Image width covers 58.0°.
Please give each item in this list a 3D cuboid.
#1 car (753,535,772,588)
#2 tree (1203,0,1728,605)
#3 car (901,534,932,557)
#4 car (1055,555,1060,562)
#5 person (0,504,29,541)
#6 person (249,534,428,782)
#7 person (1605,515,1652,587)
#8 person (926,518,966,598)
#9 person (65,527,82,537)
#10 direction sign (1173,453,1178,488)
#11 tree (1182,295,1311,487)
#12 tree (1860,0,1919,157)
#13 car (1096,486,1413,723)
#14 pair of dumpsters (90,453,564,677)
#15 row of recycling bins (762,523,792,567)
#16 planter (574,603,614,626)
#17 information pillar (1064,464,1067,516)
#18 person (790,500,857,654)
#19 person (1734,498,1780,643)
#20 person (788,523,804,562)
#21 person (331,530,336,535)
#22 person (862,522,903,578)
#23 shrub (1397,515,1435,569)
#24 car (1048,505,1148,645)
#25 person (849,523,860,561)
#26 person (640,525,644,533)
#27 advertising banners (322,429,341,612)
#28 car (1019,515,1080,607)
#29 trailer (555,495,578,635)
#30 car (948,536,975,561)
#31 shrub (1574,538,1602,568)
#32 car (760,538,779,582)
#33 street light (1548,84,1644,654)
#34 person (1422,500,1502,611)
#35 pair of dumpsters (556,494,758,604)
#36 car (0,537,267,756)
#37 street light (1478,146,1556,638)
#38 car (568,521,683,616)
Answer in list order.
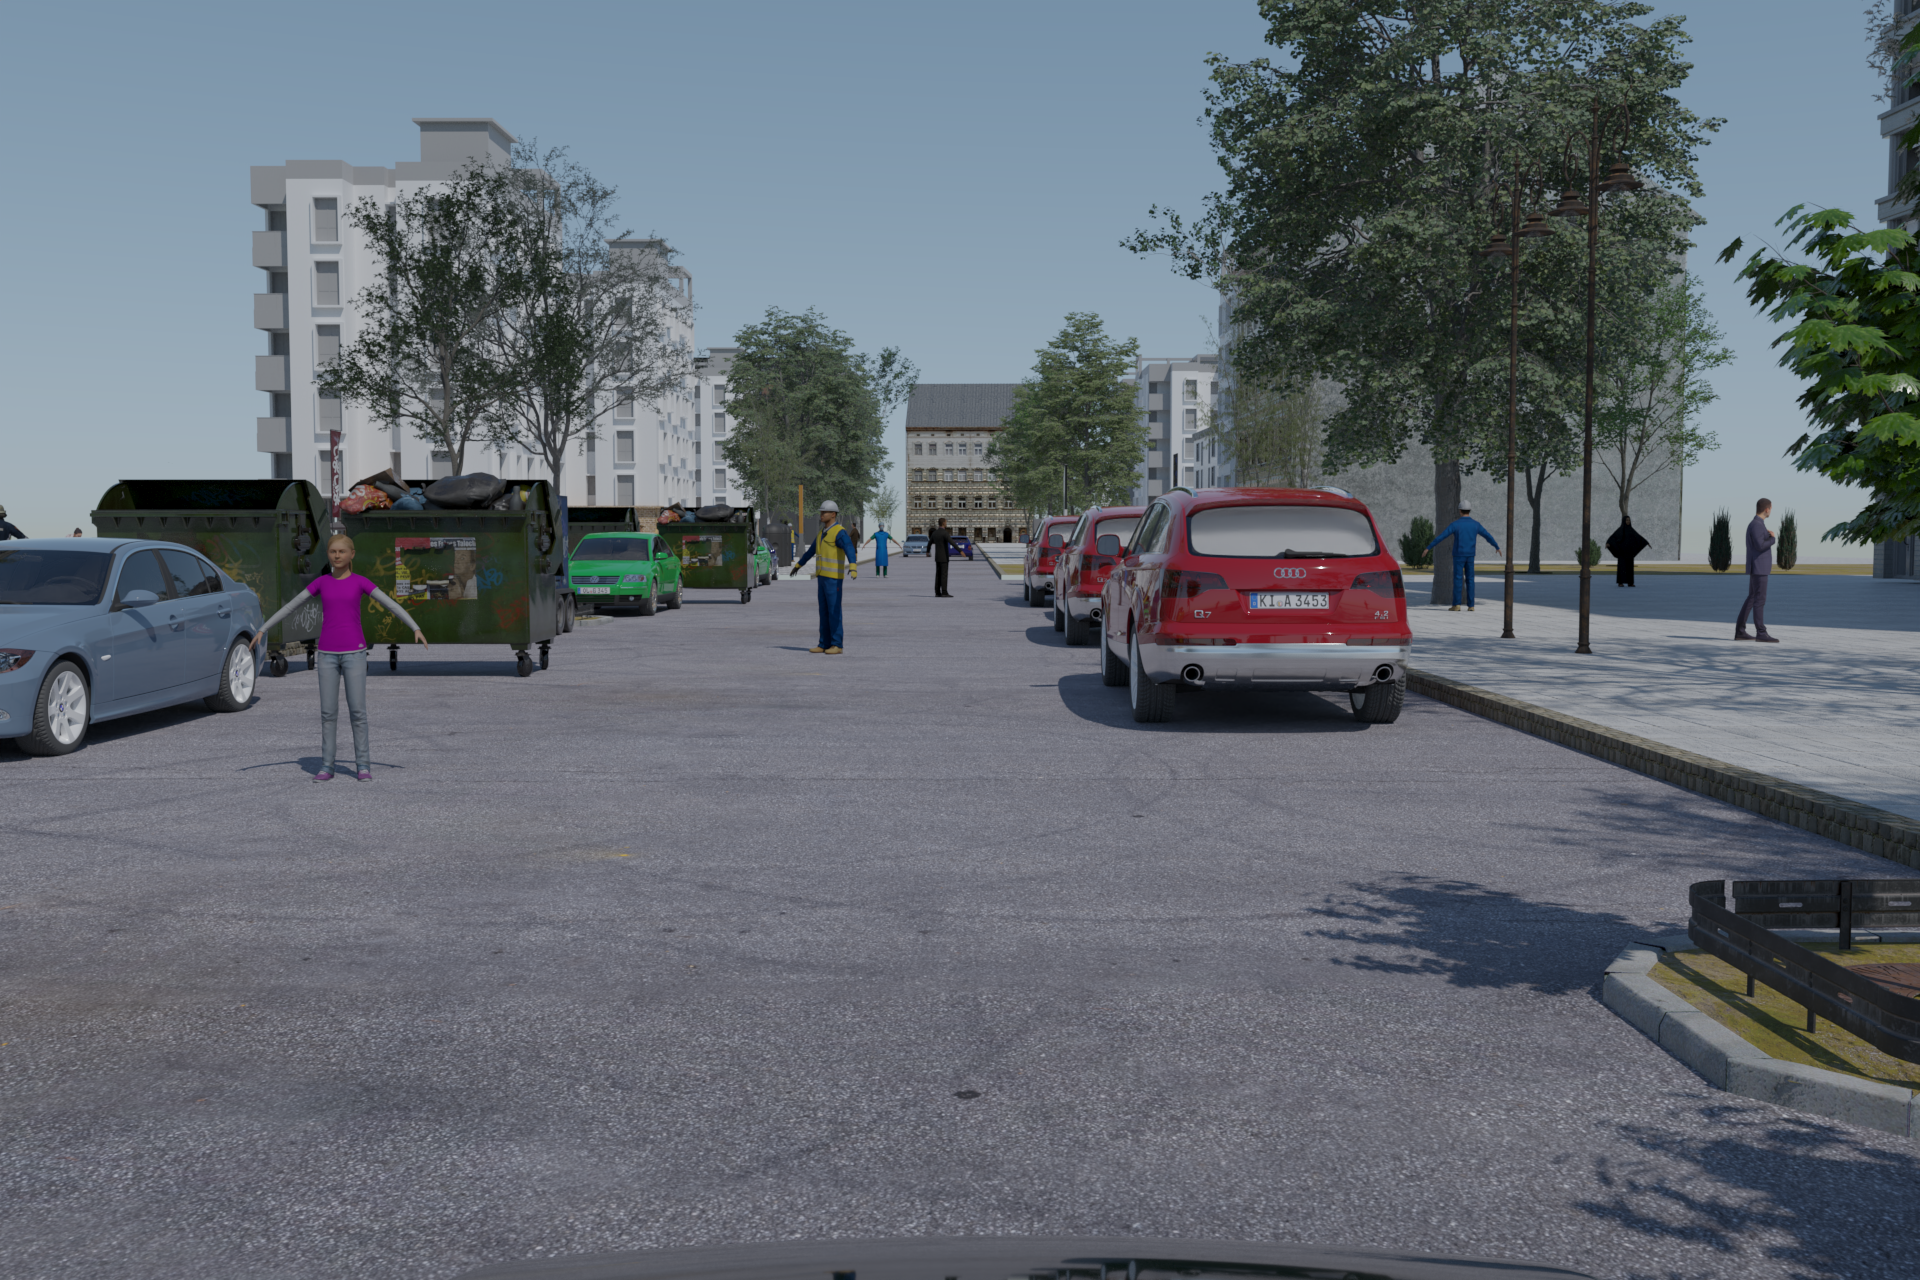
[{"bbox_3d":[-6.200,-2.345,47.131,1.959,1.807,4.718,0,4,1],"label":"car"},{"bbox_3d":[8.947,-7.620,31.242,9.857,13.997,8.962,0,3,0],"label":"tree"},{"bbox_3d":[-2.646,-5.880,108.143,2.014,1.417,4.499,0,3,0],"label":"car"},{"bbox_3d":[2.718,-1.089,29.605,2.131,1.459,4.920,0,4,0],"label":"car"},{"bbox_3d":[-18.276,-1.658,32.983,1.351,1.845,0.704,-1,4,-21],"label":"person"},{"bbox_3d":[-3.581,0.105,10.008,0.991,1.433,0.599,-1,4,-9],"label":"person"},{"bbox_3d":[16.202,-2.155,42.020,1.214,1.737,0.721,-1,4,-9],"label":"person"},{"bbox_3d":[-0.382,-1.863,39.149,0.704,1.802,1.346,-3,5,-40],"label":"person"},{"bbox_3d":[-21.002,-1.935,40.874,0.799,1.438,0.628,-1,4,-9],"label":"person"},{"bbox_3d":[6.074,-3.480,48.898,0.379,3.537,0.876,0,3,0],"label":"direction sign"},{"bbox_3d":[9.029,-6.298,53.337,4.360,8.622,3.978,0,3,0],"label":"tree"},{"bbox_3d":[9.233,-6.180,11.409,12.009,13.543,11.850,0,3,0],"label":"tree"},{"bbox_3d":[2.336,-0.368,14.695,2.281,1.827,5.304,0,4,1],"label":"car"},{"bbox_3d":[-6.395,-0.779,17.690,4.436,2.255,1.574,0,4,0],"label":"pair of dumpsters"},{"bbox_3d":[-7.209,-3.758,68.549,1.069,1.692,3.534,0,4,0],"label":"row of recycling bins"},{"bbox_3d":[-6.630,-0.401,27.697,1.991,0.319,1.994,0,4,0],"label":"planter"},{"bbox_3d":[3.563,-4.110,58.546,0.183,3.616,0.504,0,4,-1],"label":"information pillar"},{"bbox_3d":[-1.586,-0.754,20.757,0.705,1.833,1.349,-3,4,-38],"label":"person"},{"bbox_3d":[9.520,-0.837,20.644,0.530,1.710,0.541,2,4,31],"label":"person"},{"bbox_3d":[-7.772,-4.467,79.492,1.216,1.772,0.721,-1,4,-23],"label":"person"},{"bbox_3d":[-22.587,-3.383,61.504,1.347,1.806,0.705,-2,4,-28],"label":"person"},{"bbox_3d":[-2.547,-2.923,56.373,1.347,1.817,0.704,-1,4,-12],"label":"person"},{"bbox_3d":[16.970,-3.637,63.885,1.690,2.028,1.600,0,3,0],"label":"shrub"},{"bbox_3d":[2.378,-0.928,23.842,2.281,1.827,5.304,0,4,1],"label":"car"},{"bbox_3d":[-5.025,-4.628,81.810,0.704,1.812,1.346,2,4,26],"label":"person"},{"bbox_3d":[-15.541,-4.716,83.912,0.721,1.733,1.217,0,4,-3],"label":"person"},{"bbox_3d":[-10.464,-1.969,28.376,0.090,3.025,2.074,0,4,0],"label":"advertising banners"},{"bbox_3d":[2.376,-1.649,35.640,2.281,1.827,5.304,0,4,0],"label":"car"},{"bbox_3d":[-6.365,-1.043,24.103,1.471,1.999,3.904,0,3,0],"label":"trailer"},{"bbox_3d":[-0.140,-4.952,93.541,1.945,1.354,3.894,0,3,0],"label":"car"},{"bbox_3d":[23.937,-3.355,65.964,1.383,1.207,1.383,0,3,0],"label":"shrub"},{"bbox_3d":[-6.509,-2.438,52.448,1.945,1.354,3.894,0,3,0],"label":"car"},{"bbox_3d":[6.707,-2.793,18.449,0.468,5.910,1.993,0,3,0],"label":"street light"},{"bbox_3d":[8.374,-1.402,28.799,1.347,1.842,0.705,0,4,-3],"label":"person"},{"bbox_3d":[-6.448,-1.884,35.749,4.436,2.255,1.574,0,4,0],"label":"pair of dumpsters"},{"bbox_3d":[-6.648,-0.043,12.704,2.014,1.417,4.499,0,3,0],"label":"car"},{"bbox_3d":[6.763,-2.961,21.196,0.468,5.910,1.993,0,4,0],"label":"street light"},{"bbox_3d":[-6.220,-1.401,31.697,1.959,1.807,4.718,0,3,0],"label":"car"}]
